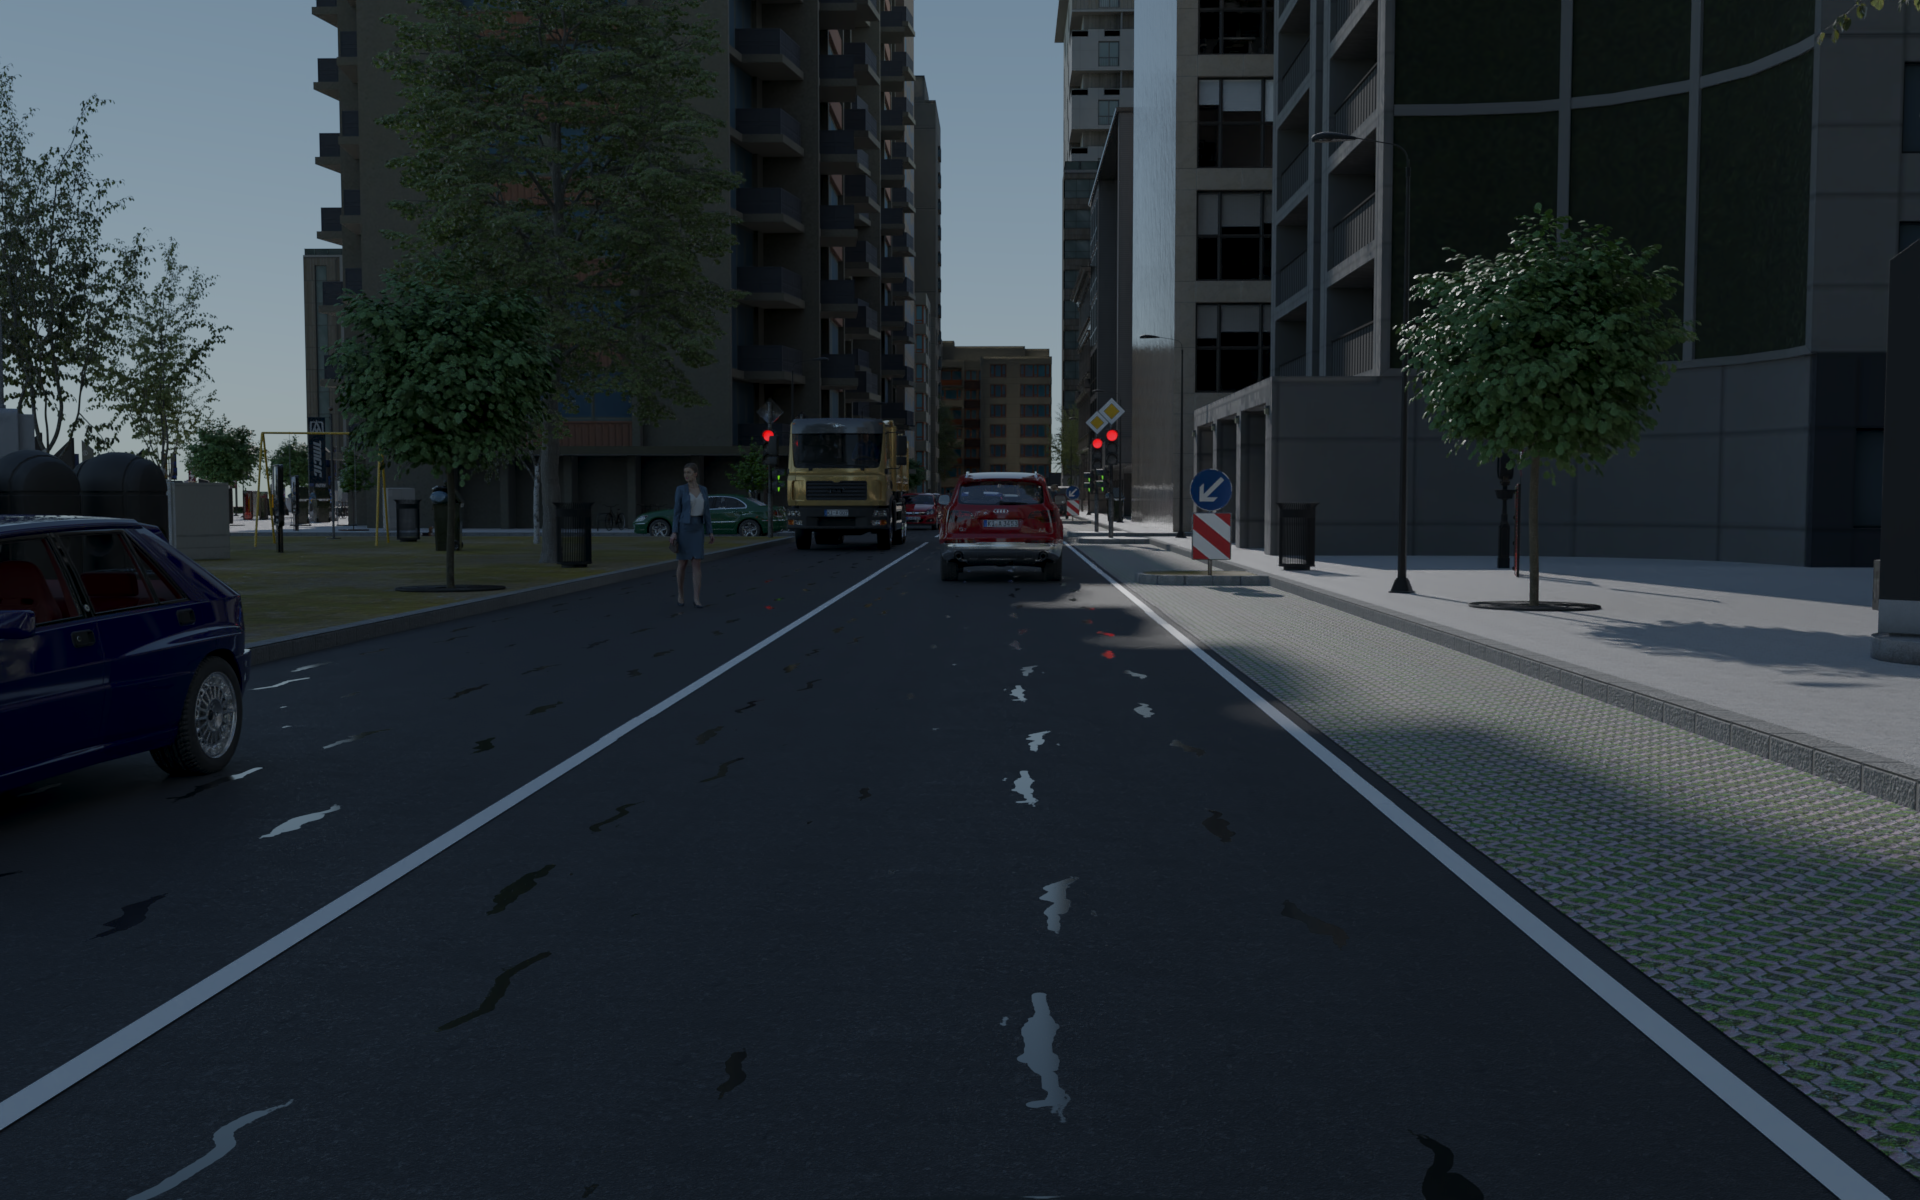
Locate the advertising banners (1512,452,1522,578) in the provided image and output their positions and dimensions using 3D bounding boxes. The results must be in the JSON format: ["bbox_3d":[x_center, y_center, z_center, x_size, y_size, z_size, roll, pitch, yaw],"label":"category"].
[{"bbox_3d":[8.678,-1.877,26.880,0.090,3.025,2.074,1,4,16],"label":"advertising banners"}]

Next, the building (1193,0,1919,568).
[{"bbox_3d":[16.786,-36.696,38.230,20.563,71.187,20.611,0,4,1],"label":"building"}]

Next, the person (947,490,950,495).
[{"bbox_3d":[-1.124,-9.230,159.414,0.705,1.824,1.348,1,4,14],"label":"person"}]

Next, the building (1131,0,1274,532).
[{"bbox_3d":[24.391,-16.023,66.495,34.151,26.468,19.350,0,4,1],"label":"building"}]

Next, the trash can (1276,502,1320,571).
[{"bbox_3d":[5.688,-1.074,29.220,0.748,1.137,0.748,0,3,0],"label":"trash can"}]

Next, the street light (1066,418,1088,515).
[{"bbox_3d":[7.312,-8.127,105.409,1.470,5.913,1.316,0,4,1],"label":"street light"}]

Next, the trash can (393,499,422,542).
[{"bbox_3d":[-14.825,-2.133,46.525,0.748,1.137,0.748,0,3,0],"label":"trash can"}]

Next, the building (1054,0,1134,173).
[{"bbox_3d":[24.126,-35.726,173.363,28.713,52.752,27.495,0,4,1],"label":"building"}]

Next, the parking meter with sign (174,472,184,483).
[{"bbox_3d":[-50.500,-7.140,112.998,1.738,3.016,0.543,1,4,12],"label":"parking meter with sign"}]

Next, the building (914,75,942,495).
[{"bbox_3d":[-13.083,-35.148,198.371,21.600,48.544,21.300,0,4,1],"label":"building"}]

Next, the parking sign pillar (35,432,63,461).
[{"bbox_3d":[-40.695,-5.356,76.040,1.447,3.967,1.447,1,4,16],"label":"parking sign pillar"}]

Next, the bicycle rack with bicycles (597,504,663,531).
[{"bbox_3d":[-11.427,-2.899,60.776,2.852,0.926,2.925,0,4,5],"label":"bicycle rack with bicycles"}]

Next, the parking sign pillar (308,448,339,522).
[{"bbox_3d":[-30.028,-5.688,81.467,1.447,3.967,1.447,2,4,30],"label":"parking sign pillar"}]

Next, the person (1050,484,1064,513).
[{"bbox_3d":[3.288,-3.134,60.156,0.576,1.772,0.534,-2,4,-31],"label":"person"}]

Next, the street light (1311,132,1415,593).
[{"bbox_3d":[5.209,-3.048,22.383,1.470,5.913,1.316,0,4,1],"label":"street light"}]

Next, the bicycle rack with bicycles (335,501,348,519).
[{"bbox_3d":[-31.009,-4.609,88.734,2.852,0.926,2.925,1,4,16],"label":"bicycle rack with bicycles"}]

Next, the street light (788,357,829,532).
[{"bbox_3d":[-5.155,-5.290,59.040,1.470,5.913,1.316,0,4,1],"label":"street light"}]

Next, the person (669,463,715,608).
[{"bbox_3d":[-3.403,-0.820,21.928,0.581,1.822,0.654,-1,4,-17],"label":"person"}]

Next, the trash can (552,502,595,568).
[{"bbox_3d":[-6.751,-1.140,30.287,0.748,1.137,0.748,0,3,0],"label":"trash can"}]

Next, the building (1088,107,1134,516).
[{"bbox_3d":[15.151,-17.128,99.104,14.314,24.678,30.058,0,4,1],"label":"building"}]

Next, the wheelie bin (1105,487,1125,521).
[{"bbox_3d":[7.273,-4.514,81.714,0.980,1.594,0.693,-2,4,-28],"label":"wheelie bin"}]

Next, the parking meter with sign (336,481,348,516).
[{"bbox_3d":[-36.039,-6.424,101.286,0.543,3.016,1.738,-3,5,-42],"label":"parking meter with sign"}]

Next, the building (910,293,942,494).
[{"bbox_3d":[-16.348,-19.497,163.808,27.650,21.520,28.899,0,4,1],"label":"building"}]

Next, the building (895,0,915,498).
[{"bbox_3d":[-11.002,-30.037,141.222,14.600,45.320,14.200,0,4,1],"label":"building"}]

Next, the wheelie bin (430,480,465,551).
[{"bbox_3d":[-11.634,-1.920,39.304,0.693,1.594,0.980,-1,4,-9],"label":"wheelie bin"}]

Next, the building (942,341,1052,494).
[{"bbox_3d":[-2.558,-23.633,231.430,28.899,21.520,27.650,0,4,1],"label":"building"}]

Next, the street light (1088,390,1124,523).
[{"bbox_3d":[6.610,-6.404,77.241,1.470,5.913,1.316,0,4,1],"label":"street light"}]

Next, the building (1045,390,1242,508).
[{"bbox_3d":[20.335,-46.461,197.894,20.563,71.187,20.611,0,4,1],"label":"building"}]

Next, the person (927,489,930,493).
[{"bbox_3d":[-2.248,-6.976,122.746,0.721,1.800,0.419,-1,4,-13],"label":"person"}]

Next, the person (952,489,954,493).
[{"bbox_3d":[-0.242,-5.866,105.086,0.598,1.740,0.731,0,4,-1],"label":"person"}]

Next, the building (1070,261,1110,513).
[{"bbox_3d":[13.503,-15.861,123.951,10.561,19.102,19.286,0,4,1],"label":"building"}]

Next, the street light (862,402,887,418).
[{"bbox_3d":[-4.418,-7.057,87.923,1.470,5.913,1.316,0,4,1],"label":"street light"}]

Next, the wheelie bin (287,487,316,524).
[{"bbox_3d":[-28.213,-4.042,73.993,0.980,1.594,0.693,-2,4,-28],"label":"wheelie bin"}]

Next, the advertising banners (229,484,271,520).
[{"bbox_3d":[-35.146,-5.462,85.499,2.074,3.025,0.090,0,4,-3],"label":"advertising banners"}]

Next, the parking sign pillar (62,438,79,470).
[{"bbox_3d":[-42.843,-5.785,83.053,1.447,3.967,1.447,1,4,22],"label":"parking sign pillar"}]

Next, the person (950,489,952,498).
[{"bbox_3d":[-0.566,-7.307,128.305,0.444,1.785,0.601,-3,5,-43],"label":"person"}]

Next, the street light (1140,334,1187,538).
[{"bbox_3d":[5.928,-4.771,50.551,1.470,5.913,1.316,0,4,1],"label":"street light"}]

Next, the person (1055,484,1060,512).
[{"bbox_3d":[3.985,-3.976,73.371,0.748,1.841,0.638,1,4,11],"label":"person"}]

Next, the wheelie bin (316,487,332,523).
[{"bbox_3d":[-28.731,-4.275,77.804,0.980,1.594,0.693,-3,5,-40],"label":"wheelie bin"}]

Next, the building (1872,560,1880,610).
[{"bbox_3d":[19.454,-28.391,6.186,21.231,58.520,28.212,0,4,1],"label":"building"}]

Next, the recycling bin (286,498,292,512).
[{"bbox_3d":[-46.815,-6.629,120.943,0.722,1.027,0.722,-3,5,-41],"label":"recycling bin"}]

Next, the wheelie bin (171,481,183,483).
[{"bbox_3d":[-18.511,-1.992,40.477,0.980,1.594,0.693,-1,4,-13],"label":"wheelie bin"}]

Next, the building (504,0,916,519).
[{"bbox_3d":[-14.334,-28.032,112.943,22.147,44.769,28.867,0,4,1],"label":"building"}]

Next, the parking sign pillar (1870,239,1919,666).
[{"bbox_3d":[7.800,-1.511,13.171,1.447,3.967,1.447,-3,5,-42],"label":"parking sign pillar"}]

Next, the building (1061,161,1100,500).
[{"bbox_3d":[15.930,-23.307,152.778,14.160,30.474,14.107,0,4,1],"label":"building"}]

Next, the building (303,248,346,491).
[{"bbox_3d":[-67.740,-26.471,204.507,14.107,30.474,14.160,0,4,1],"label":"building"}]

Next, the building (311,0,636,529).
[{"bbox_3d":[-15.074,-25.738,75.437,22.147,44.769,28.867,0,4,1],"label":"building"}]

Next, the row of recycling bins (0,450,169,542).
[{"bbox_3d":[-8.988,-0.540,15.943,1.069,1.692,3.534,2,4,34],"label":"row of recycling bins"}]

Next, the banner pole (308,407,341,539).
[{"bbox_3d":[-18.214,-3.643,49.578,0.863,3.779,0.401,-1,4,-20],"label":"banner pole"}]

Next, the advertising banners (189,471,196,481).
[{"bbox_3d":[-47.846,-6.947,109.778,2.074,3.025,0.090,-1,4,-10],"label":"advertising banners"}]

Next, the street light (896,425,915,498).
[{"bbox_3d":[-3.702,-8.799,116.407,1.470,5.913,1.316,0,4,1],"label":"street light"}]

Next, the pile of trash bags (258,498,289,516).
[{"bbox_3d":[-40.808,-5.754,103.829,3.447,1.369,1.912,-3,4,-39],"label":"pile of trash bags"}]
